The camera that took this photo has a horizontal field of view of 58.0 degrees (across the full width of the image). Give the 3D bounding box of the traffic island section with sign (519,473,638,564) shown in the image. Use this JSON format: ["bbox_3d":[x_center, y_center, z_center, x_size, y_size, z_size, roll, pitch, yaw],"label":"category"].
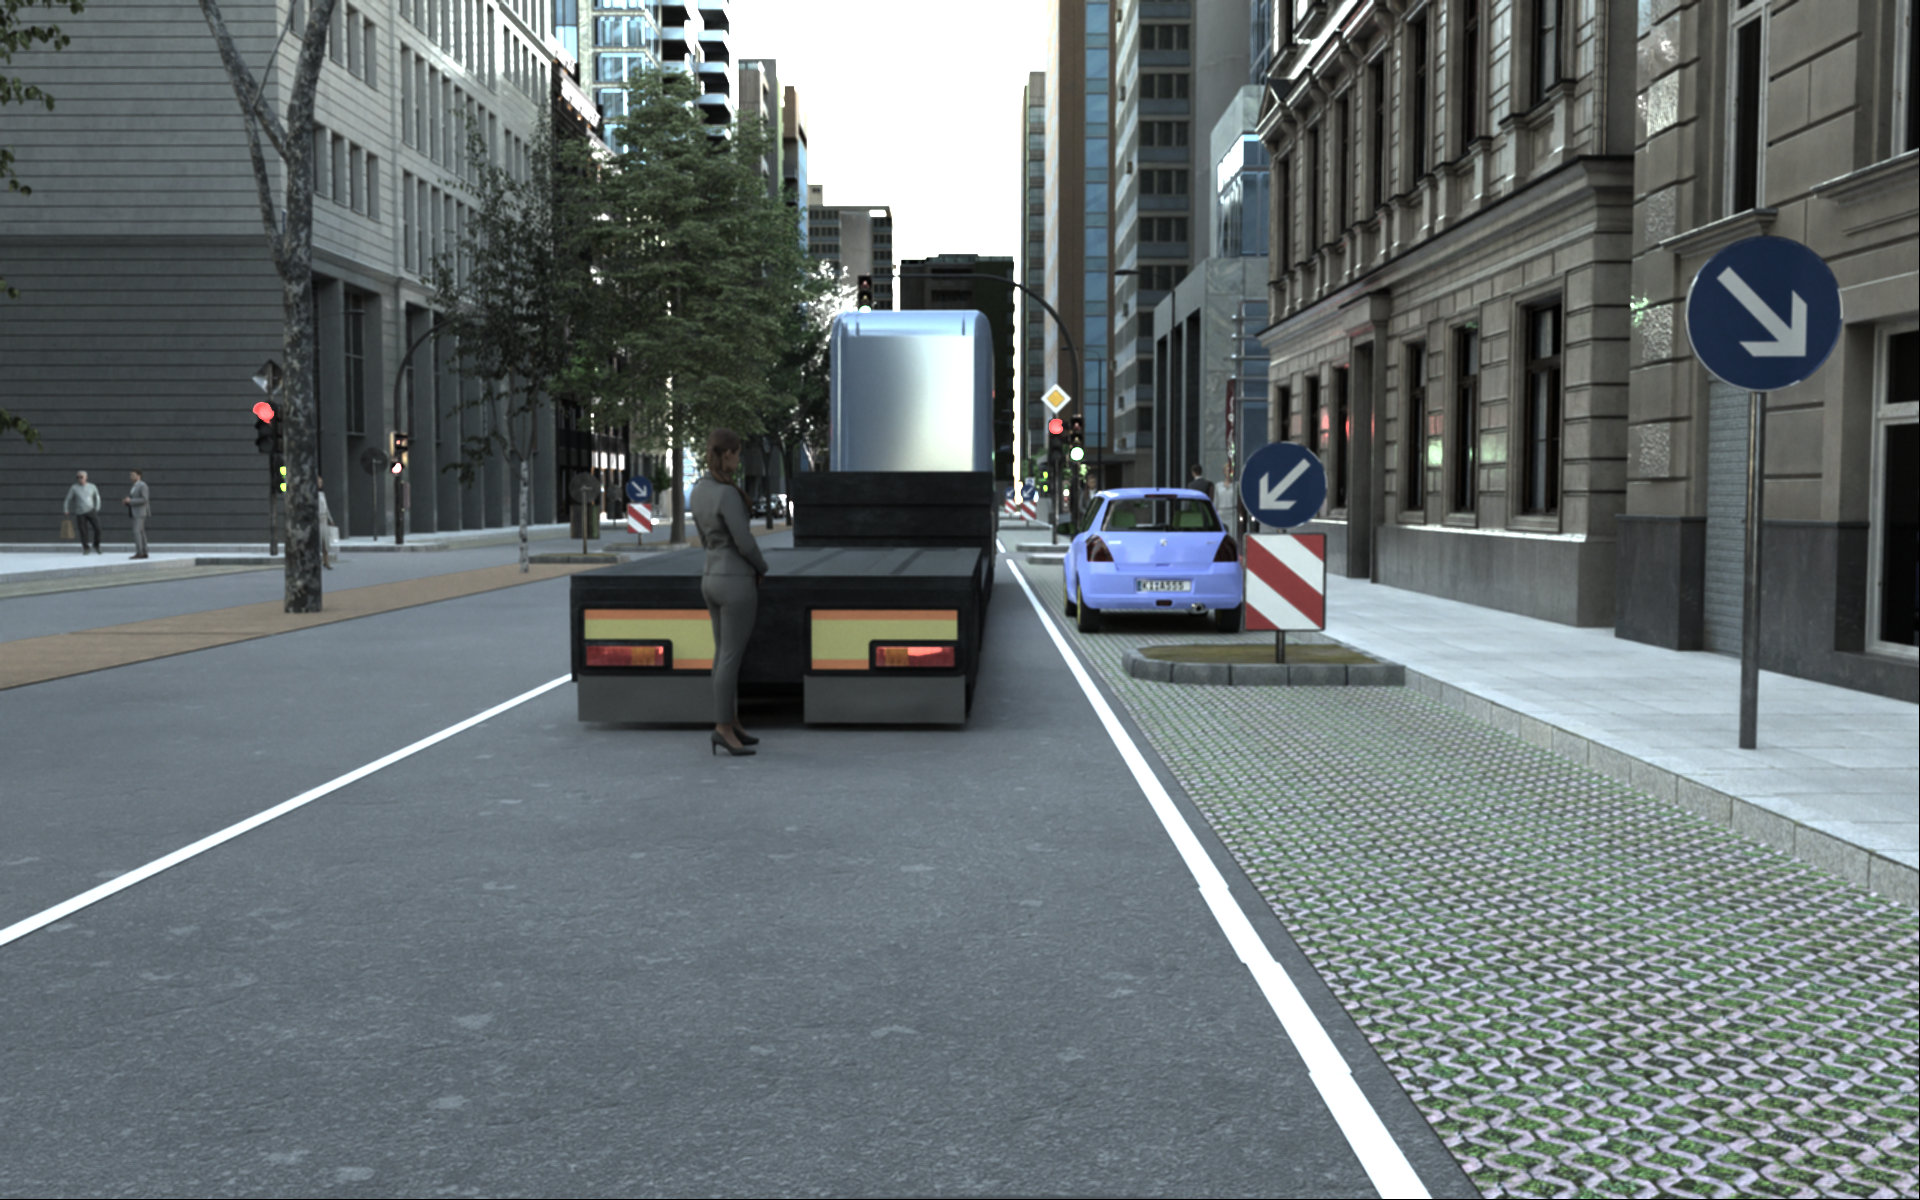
[{"bbox_3d":[-8.010,-1.725,36.340,2.006,1.907,1.989,0,4,0],"label":"traffic island section with sign"}]

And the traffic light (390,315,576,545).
[{"bbox_3d":[-12.162,-4.241,44.009,4.771,5.953,1.251,0,4,0],"label":"traffic light"}]

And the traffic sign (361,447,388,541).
[{"bbox_3d":[-15.972,-2.883,47.239,0.768,2.556,0.104,0,4,4],"label":"traffic sign"}]

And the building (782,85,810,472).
[{"bbox_3d":[-23.989,-32.824,186.779,14.200,45.320,14.600,0,4,0],"label":"building"}]

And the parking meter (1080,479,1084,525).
[{"bbox_3d":[4.198,-3.403,61.343,0.255,1.863,0.399,3,5,42],"label":"parking meter"}]

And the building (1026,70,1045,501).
[{"bbox_3d":[13.504,-29.801,170.833,14.154,41.232,14.086,0,4,0],"label":"building"}]

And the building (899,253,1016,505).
[{"bbox_3d":[-0.365,-26.829,210.350,14.107,30.474,14.160,0,4,0],"label":"building"}]

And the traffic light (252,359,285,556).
[{"bbox_3d":[-14.287,-2.879,35.997,0.839,4.253,0.868,0,4,0],"label":"traffic light"}]

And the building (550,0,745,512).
[{"bbox_3d":[-28.053,-50.206,133.546,22.319,86.520,31.000,0,4,0],"label":"building"}]

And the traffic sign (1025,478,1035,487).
[{"bbox_3d":[4.386,-6.510,108.575,0.606,2.300,0.079,0,4,6],"label":"traffic sign"}]

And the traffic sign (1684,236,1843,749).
[{"bbox_3d":[3.975,-0.523,8.661,0.768,2.556,0.104,0,4,2],"label":"traffic sign"}]

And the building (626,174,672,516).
[{"bbox_3d":[-22.717,-15.314,99.539,9.793,20.994,18.267,0,4,0],"label":"building"}]

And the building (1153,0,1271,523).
[{"bbox_3d":[22.237,-45.470,56.101,31.000,86.520,22.319,0,4,0],"label":"building"}]

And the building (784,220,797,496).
[{"bbox_3d":[-23.958,-24.492,172.145,14.160,30.474,14.107,0,4,0],"label":"building"}]

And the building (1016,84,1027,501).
[{"bbox_3d":[13.479,-32.791,186.250,14.600,45.320,14.200,0,4,0],"label":"building"}]

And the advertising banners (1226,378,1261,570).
[{"bbox_3d":[4.175,-1.798,25.579,0.090,3.025,2.074,0,4,-4],"label":"advertising banners"}]

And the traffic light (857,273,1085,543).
[{"bbox_3d":[0.282,-3.740,35.813,4.771,5.953,1.251,0,4,0],"label":"traffic light"}]

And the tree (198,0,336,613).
[{"bbox_3d":[-9.149,-9.960,21.187,12.611,20.169,13.585,0,3,0],"label":"tree"}]

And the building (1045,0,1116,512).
[{"bbox_3d":[13.657,-29.462,131.808,14.600,45.320,14.200,0,4,0],"label":"building"}]

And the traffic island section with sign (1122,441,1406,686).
[{"bbox_3d":[2.327,-0.316,13.794,1.989,1.847,2.006,0,4,0],"label":"traffic island section with sign"}]

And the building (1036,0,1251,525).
[{"bbox_3d":[19.852,-23.637,78.348,32.217,40.220,23.993,0,4,0],"label":"building"}]

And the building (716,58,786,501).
[{"bbox_3d":[-23.705,-29.000,157.746,14.154,41.232,14.086,0,4,0],"label":"building"}]

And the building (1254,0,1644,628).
[{"bbox_3d":[10.667,-9.813,25.077,10.561,19.102,19.286,0,4,0],"label":"building"}]

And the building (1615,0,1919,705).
[{"bbox_3d":[11.452,-12.556,2.560,12.463,27.353,25.104,0,4,0],"label":"building"}]

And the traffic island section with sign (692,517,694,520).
[{"bbox_3d":[-13.752,-5.355,96.175,1.989,1.847,2.006,0,4,0],"label":"traffic island section with sign"}]

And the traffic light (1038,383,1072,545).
[{"bbox_3d":[2.407,-3.365,43.930,0.839,4.253,0.868,0,4,0],"label":"traffic light"}]

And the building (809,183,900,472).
[{"bbox_3d":[-19.801,-32.259,219.309,23.993,40.220,32.217,0,4,0],"label":"building"}]

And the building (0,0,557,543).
[{"bbox_3d":[-22.748,-17.206,58.810,11.434,29.767,29.804,0,4,0],"label":"building"}]

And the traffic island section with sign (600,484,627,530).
[{"bbox_3d":[-13.860,-3.706,69.220,1.989,1.847,2.006,0,4,0],"label":"traffic island section with sign"}]

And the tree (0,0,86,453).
[{"bbox_3d":[-8.105,-3.625,12.084,4.737,8.622,4.395,0,3,0],"label":"tree"}]

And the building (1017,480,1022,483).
[{"bbox_3d":[21.542,-34.159,213.118,28.867,44.769,22.147,0,4,0],"label":"building"}]

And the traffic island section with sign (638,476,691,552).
[{"bbox_3d":[-7.970,-2.178,43.747,2.006,1.907,1.989,0,4,0],"label":"traffic island section with sign"}]

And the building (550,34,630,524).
[{"bbox_3d":[-23.423,-15.426,81.900,12.332,23.373,15.834,0,4,0],"label":"building"}]

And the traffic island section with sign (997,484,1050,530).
[{"bbox_3d":[2.564,-3.681,68.817,1.989,1.847,2.006,0,4,0],"label":"traffic island section with sign"}]
